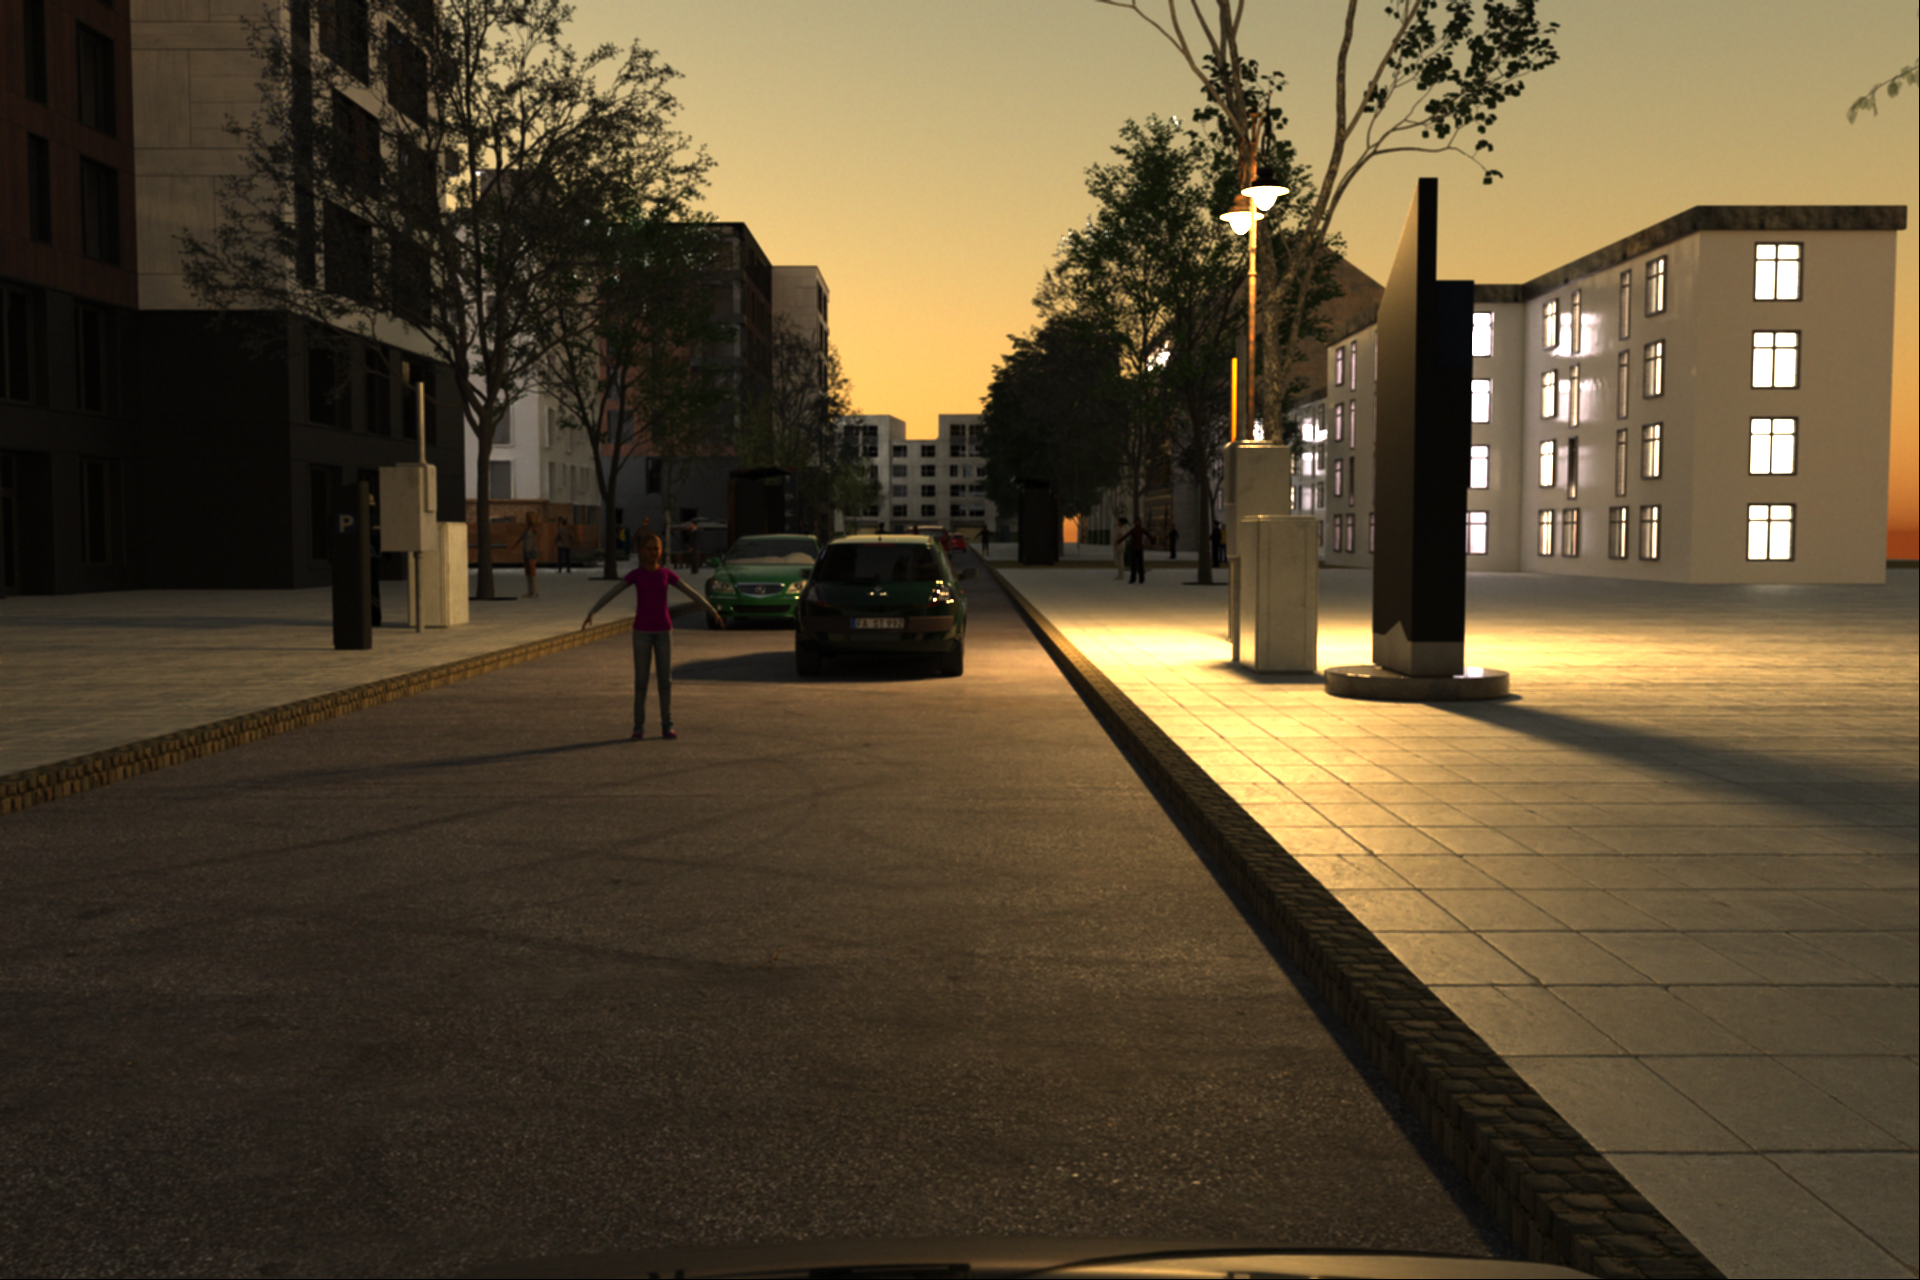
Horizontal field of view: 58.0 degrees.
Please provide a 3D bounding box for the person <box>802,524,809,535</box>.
[{"bbox_3d":[-7.156,-4.410,78.825,0.721,1.740,1.216,-2,4,-34],"label":"person"}]

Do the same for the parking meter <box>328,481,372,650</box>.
[{"bbox_3d":[-6.768,-0.826,19.211,0.399,1.863,0.255,0,4,0],"label":"parking meter"}]

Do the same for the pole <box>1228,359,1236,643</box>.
[{"bbox_3d":[3.249,-1.618,20.292,0.158,3.312,0.155,0,3,0],"label":"pole"}]

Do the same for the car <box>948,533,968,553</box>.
[{"bbox_3d":[-0.411,-7.731,135.437,2.155,1.783,4.494,0,3,0],"label":"car"}]

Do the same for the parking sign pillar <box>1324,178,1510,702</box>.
[{"bbox_3d":[3.675,-1.552,13.849,1.447,3.967,1.447,0,4,0],"label":"parking sign pillar"}]

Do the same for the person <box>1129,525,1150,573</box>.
[{"bbox_3d":[5.906,-3.105,56.674,0.599,1.838,0.709,-3,4,-36],"label":"person"}]

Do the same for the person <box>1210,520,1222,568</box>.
[{"bbox_3d":[9.800,-3.690,66.523,0.705,1.806,1.347,2,4,29],"label":"person"}]

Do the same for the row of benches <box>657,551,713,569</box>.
[{"bbox_3d":[-10.410,-2.991,64.369,1.422,0.672,4.104,1,4,20],"label":"row of benches"}]

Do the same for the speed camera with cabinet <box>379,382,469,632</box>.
[{"bbox_3d":[-7.223,-1.775,23.356,0.660,3.252,2.038,0,4,0],"label":"speed camera with cabinet"}]

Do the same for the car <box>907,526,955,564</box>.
[{"bbox_3d":[-1.399,-4.444,81.339,2.281,1.827,5.304,0,4,0],"label":"car"}]

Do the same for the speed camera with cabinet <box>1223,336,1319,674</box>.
[{"bbox_3d":[2.994,-1.369,16.715,0.660,3.252,2.038,0,4,0],"label":"speed camera with cabinet"}]

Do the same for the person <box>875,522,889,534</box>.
[{"bbox_3d":[-2.662,-3.097,59.032,1.347,1.837,0.705,1,4,12],"label":"person"}]

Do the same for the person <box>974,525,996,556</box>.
[{"bbox_3d":[1.513,-5.945,103.334,1.346,1.812,0.704,0,4,2],"label":"person"}]

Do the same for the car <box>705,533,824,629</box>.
[{"bbox_3d":[-2.909,-0.973,27.700,2.131,1.459,4.920,0,4,0],"label":"car"}]

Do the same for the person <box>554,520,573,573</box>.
[{"bbox_3d":[-13.201,-3.131,57.759,0.617,1.759,0.750,-1,4,-10],"label":"person"}]

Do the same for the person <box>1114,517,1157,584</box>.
[{"bbox_3d":[4.566,-2.332,44.942,1.215,1.729,0.721,-1,4,-20],"label":"person"}]

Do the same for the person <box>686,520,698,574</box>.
[{"bbox_3d":[-8.746,-3.021,56.231,0.742,1.727,0.445,3,5,42],"label":"person"}]

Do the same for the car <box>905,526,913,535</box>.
[{"bbox_3d":[-1.950,-4.847,87.915,2.281,1.827,5.304,0,4,-1],"label":"car"}]

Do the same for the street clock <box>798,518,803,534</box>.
[{"bbox_3d":[-7.185,-4.436,77.103,0.358,2.002,0.471,0,4,0],"label":"street clock"}]

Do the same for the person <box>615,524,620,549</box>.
[{"bbox_3d":[-18.868,-5.481,95.399,0.705,1.856,1.354,-1,4,-15],"label":"person"}]

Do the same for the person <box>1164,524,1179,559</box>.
[{"bbox_3d":[10.967,-5.092,89.483,0.704,1.802,1.346,-2,4,-25],"label":"person"}]

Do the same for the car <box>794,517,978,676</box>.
[{"bbox_3d":[-0.802,-0.559,18.924,2.009,1.686,4.222,0,4,0],"label":"car"}]

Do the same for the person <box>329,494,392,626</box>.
[{"bbox_3d":[-8.232,-1.108,23.977,0.704,1.845,1.351,1,4,15],"label":"person"}]

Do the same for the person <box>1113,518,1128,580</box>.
[{"bbox_3d":[4.436,-2.569,48.766,0.721,1.739,1.217,1,4,10],"label":"person"}]

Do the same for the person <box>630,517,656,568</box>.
[{"bbox_3d":[-8.780,-2.539,48.115,0.990,1.755,0.434,-3,5,-41],"label":"person"}]

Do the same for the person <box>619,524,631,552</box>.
[{"bbox_3d":[-19.099,-5.612,97.718,1.349,1.833,0.705,2,4,27],"label":"person"}]

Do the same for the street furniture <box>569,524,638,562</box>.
[{"bbox_3d":[-18.478,-4.551,81.259,9.812,1.723,11.010,1,4,12],"label":"street furniture"}]

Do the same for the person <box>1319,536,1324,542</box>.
[{"bbox_3d":[16.407,-4.566,80.509,1.347,1.847,0.705,-3,5,-39],"label":"person"}]

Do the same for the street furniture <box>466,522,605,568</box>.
[{"bbox_3d":[-16.779,-3.800,68.990,9.812,1.723,11.010,0,4,-7],"label":"street furniture"}]

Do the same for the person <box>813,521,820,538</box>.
[{"bbox_3d":[-5.896,-3.954,70.782,0.705,1.813,1.348,-1,4,-14],"label":"person"}]

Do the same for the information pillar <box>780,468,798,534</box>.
[{"bbox_3d":[-6.723,-4.816,68.125,0.750,3.857,0.750,0,4,0],"label":"information pillar"}]

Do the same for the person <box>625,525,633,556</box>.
[{"bbox_3d":[-19.338,-5.803,101.007,0.704,1.817,1.347,-3,4,-39],"label":"person"}]

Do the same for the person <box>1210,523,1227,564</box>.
[{"bbox_3d":[11.397,-4.200,75.130,1.216,1.772,0.721,-1,4,-12],"label":"person"}]

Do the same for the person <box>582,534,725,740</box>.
[{"bbox_3d":[-2.135,-0.021,12.072,0.991,1.433,0.599,-1,4,-17],"label":"person"}]

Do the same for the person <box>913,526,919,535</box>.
[{"bbox_3d":[-1.966,-4.077,75.349,0.704,1.802,1.346,1,4,14],"label":"person"}]

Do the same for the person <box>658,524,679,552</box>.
[{"bbox_3d":[-16.001,-5.413,94.643,1.345,1.843,0.704,-2,4,-24],"label":"person"}]

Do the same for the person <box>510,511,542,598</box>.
[{"bbox_3d":[-8.753,-1.737,35.015,0.721,1.753,1.214,-3,5,-42],"label":"person"}]
